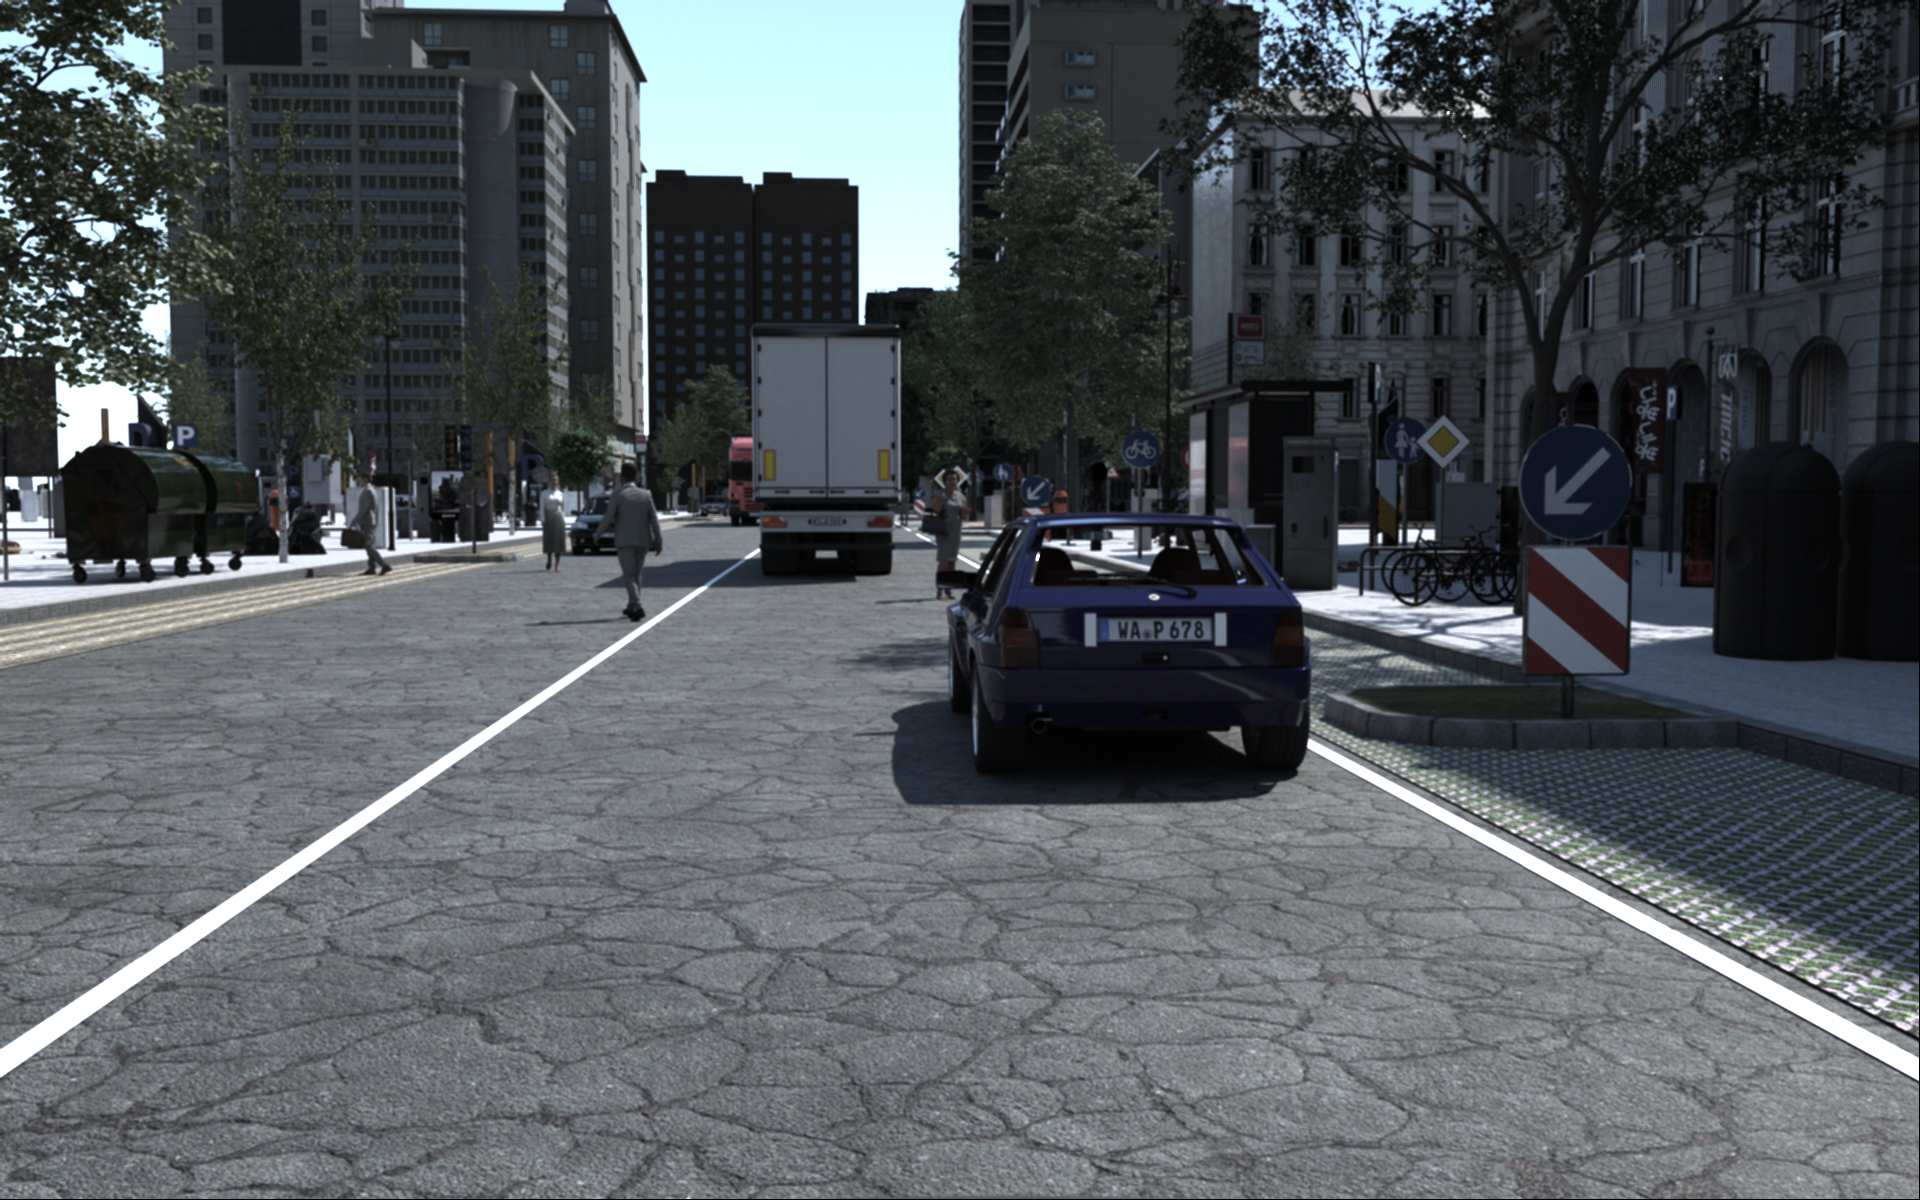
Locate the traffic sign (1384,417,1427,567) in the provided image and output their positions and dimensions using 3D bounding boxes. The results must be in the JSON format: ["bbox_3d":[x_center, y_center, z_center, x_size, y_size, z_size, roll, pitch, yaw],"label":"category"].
[{"bbox_3d":[7.425,-1.760,28.879,0.768,2.556,0.104,0,4,-4],"label":"traffic sign"}]

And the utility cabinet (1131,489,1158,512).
[{"bbox_3d":[7.600,-3.831,71.314,1.173,1.500,0.318,3,5,44],"label":"utility cabinet"}]

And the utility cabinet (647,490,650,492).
[{"bbox_3d":[-18.148,-5.466,98.053,1.173,1.500,0.318,0,4,6],"label":"utility cabinet"}]

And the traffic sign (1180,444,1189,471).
[{"bbox_3d":[5.739,-2.572,42.163,0.768,2.556,0.104,0,4,1],"label":"traffic sign"}]

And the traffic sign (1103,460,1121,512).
[{"bbox_3d":[5.028,-3.601,58.875,0.884,2.594,0.081,0,4,-1],"label":"traffic sign"}]

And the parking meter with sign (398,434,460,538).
[{"bbox_3d":[-15.491,-3.317,50.494,1.738,3.016,0.543,-1,4,-10],"label":"parking meter with sign"}]

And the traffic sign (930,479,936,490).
[{"bbox_3d":[-1.668,-7.291,119.318,0.768,2.556,0.104,0,4,4],"label":"traffic sign"}]

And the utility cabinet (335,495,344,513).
[{"bbox_3d":[-42.050,-6.526,117.854,1.020,1.237,0.306,1,4,17],"label":"utility cabinet"}]

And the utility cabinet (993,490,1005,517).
[{"bbox_3d":[2.409,-5.242,94.381,1.173,1.500,0.318,0,4,4],"label":"utility cabinet"}]

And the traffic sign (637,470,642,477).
[{"bbox_3d":[-17.016,-5.529,90.497,0.768,2.556,0.104,0,4,2],"label":"traffic sign"}]

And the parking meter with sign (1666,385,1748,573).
[{"bbox_3d":[12.346,-1.938,27.952,1.738,3.016,0.543,0,4,5],"label":"parking meter with sign"}]

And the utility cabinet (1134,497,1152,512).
[{"bbox_3d":[4.201,-1.748,39.740,0.306,1.237,1.020,0,4,-2],"label":"utility cabinet"}]

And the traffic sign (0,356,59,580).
[{"bbox_3d":[-14.485,-1.942,25.624,2.265,3.308,0.079,0,4,0],"label":"traffic sign"}]

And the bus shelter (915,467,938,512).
[{"bbox_3d":[-2.068,-7.916,123.356,2.014,3.302,5.546,0,4,-4],"label":"bus shelter"}]

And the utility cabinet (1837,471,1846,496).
[{"bbox_3d":[8.161,-0.513,17.062,0.318,1.500,1.173,-1,4,-17],"label":"utility cabinet"}]

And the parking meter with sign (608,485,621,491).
[{"bbox_3d":[-23.689,-7.589,120.345,1.738,3.016,0.543,1,4,17],"label":"parking meter with sign"}]

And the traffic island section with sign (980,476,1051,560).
[{"bbox_3d":[1.468,-1.785,37.815,1.989,1.847,2.006,0,4,-4],"label":"traffic island section with sign"}]

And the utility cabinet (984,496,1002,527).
[{"bbox_3d":[1.294,-3.482,68.089,0.306,1.237,1.020,2,4,27],"label":"utility cabinet"}]

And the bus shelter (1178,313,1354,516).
[{"bbox_3d":[5.913,-3.578,36.137,2.179,5.291,8.768,0,4,-4],"label":"bus shelter"}]

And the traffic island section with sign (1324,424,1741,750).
[{"bbox_3d":[3.334,-0.120,10.597,1.989,1.847,2.006,0,4,-4],"label":"traffic island section with sign"}]

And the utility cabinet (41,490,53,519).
[{"bbox_3d":[-46.836,-4.949,89.595,1.173,1.500,0.318,-3,4,-38],"label":"utility cabinet"}]

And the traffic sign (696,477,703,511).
[{"bbox_3d":[-19.278,-7.822,127.991,0.768,2.556,0.104,0,4,0],"label":"traffic sign"}]

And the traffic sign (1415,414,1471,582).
[{"bbox_3d":[6.988,-1.464,25.116,0.795,2.450,0.064,0,4,2],"label":"traffic sign"}]

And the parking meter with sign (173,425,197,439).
[{"bbox_3d":[-19.902,-2.950,44.499,0.543,3.016,1.738,-2,4,-26],"label":"parking meter with sign"}]

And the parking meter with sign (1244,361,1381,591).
[{"bbox_3d":[4.713,-1.652,23.264,1.738,3.016,0.543,1,4,22],"label":"parking meter with sign"}]

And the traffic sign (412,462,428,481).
[{"bbox_3d":[-17.285,-3.252,55.301,0.606,2.300,0.079,0,4,-2],"label":"traffic sign"}]

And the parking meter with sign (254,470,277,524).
[{"bbox_3d":[-29.991,-4.821,75.081,1.738,3.016,0.543,-2,4,-28],"label":"parking meter with sign"}]

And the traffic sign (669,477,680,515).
[{"bbox_3d":[-17.099,-6.216,103.755,0.606,2.300,0.079,0,4,0],"label":"traffic sign"}]

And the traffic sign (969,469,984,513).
[{"bbox_3d":[0.837,-5.380,88.068,0.768,2.556,0.104,0,4,1],"label":"traffic sign"}]

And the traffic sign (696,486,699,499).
[{"bbox_3d":[-21.594,-8.731,142.852,0.768,2.556,0.104,0,4,-2],"label":"traffic sign"}]

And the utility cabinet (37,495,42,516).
[{"bbox_3d":[-53.215,-5.422,99.812,1.020,1.237,0.306,2,4,31],"label":"utility cabinet"}]

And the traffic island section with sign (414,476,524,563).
[{"bbox_3d":[-10.358,-1.719,36.733,1.989,1.847,2.006,0,4,-4],"label":"traffic island section with sign"}]

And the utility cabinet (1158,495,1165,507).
[{"bbox_3d":[10.118,-4.740,88.658,0.306,1.237,1.020,-3,4,-38],"label":"utility cabinet"}]

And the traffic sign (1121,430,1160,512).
[{"bbox_3d":[3.575,-2.094,34.345,0.768,2.556,0.104,0,4,2],"label":"traffic sign"}]

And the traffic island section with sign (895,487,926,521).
[{"bbox_3d":[-2.328,-5.187,93.432,1.989,1.847,2.006,0,4,-4],"label":"traffic island section with sign"}]

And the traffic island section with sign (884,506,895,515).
[{"bbox_3d":[-4.156,-6.832,120.325,1.989,1.847,2.006,0,4,-4],"label":"traffic island section with sign"}]

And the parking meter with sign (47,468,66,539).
[{"bbox_3d":[-26.155,-3.328,50.677,0.543,3.016,1.738,0,4,5],"label":"parking meter with sign"}]

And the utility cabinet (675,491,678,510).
[{"bbox_3d":[-21.873,-7.703,134.627,0.318,1.500,1.173,-2,4,-31],"label":"utility cabinet"}]

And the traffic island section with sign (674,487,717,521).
[{"bbox_3d":[-14.142,-5.109,92.156,1.989,1.847,2.006,0,4,-4],"label":"traffic island section with sign"}]

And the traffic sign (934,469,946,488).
[{"bbox_3d":[-0.641,-3.956,68.331,0.795,2.450,0.064,0,4,-4],"label":"traffic sign"}]

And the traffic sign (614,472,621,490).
[{"bbox_3d":[-19.990,-6.176,101.082,0.768,2.556,0.104,0,4,3],"label":"traffic sign"}]

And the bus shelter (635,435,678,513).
[{"bbox_3d":[-21.107,-8.728,120.342,2.179,5.291,8.768,0,4,-4],"label":"bus shelter"}]

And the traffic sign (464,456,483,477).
[{"bbox_3d":[-16.424,-3.574,58.546,0.768,2.556,0.104,0,4,-2],"label":"traffic sign"}]

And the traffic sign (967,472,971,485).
[{"bbox_3d":[0.650,-6.059,99.175,0.768,2.556,0.104,0,4,5],"label":"traffic sign"}]

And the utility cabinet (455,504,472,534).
[{"bbox_3d":[-15.941,-2.757,56.238,1.020,1.237,0.306,0,4,-2],"label":"utility cabinet"}]

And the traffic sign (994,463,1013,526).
[{"bbox_3d":[1.743,-4.279,70.061,0.768,2.556,0.104,0,4,0],"label":"traffic sign"}]

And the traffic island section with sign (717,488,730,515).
[{"bbox_3d":[-15.965,-6.754,119.050,1.989,1.847,2.006,0,4,-4],"label":"traffic island section with sign"}]

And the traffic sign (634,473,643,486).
[{"bbox_3d":[-12.759,-3.907,67.528,0.795,2.450,0.064,0,4,-4],"label":"traffic sign"}]

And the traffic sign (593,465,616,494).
[{"bbox_3d":[-12.216,-3.420,59.561,0.795,2.450,0.064,0,4,-4],"label":"traffic sign"}]

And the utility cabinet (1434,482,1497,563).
[{"bbox_3d":[9.391,-1.437,32.180,1.173,1.500,0.318,-1,4,-22],"label":"utility cabinet"}]

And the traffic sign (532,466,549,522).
[{"bbox_3d":[-19.064,-4.806,78.682,0.768,2.556,0.104,0,4,5],"label":"traffic sign"}]

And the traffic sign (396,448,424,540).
[{"bbox_3d":[-15.171,-2.917,47.804,0.768,2.556,0.104,0,4,1],"label":"traffic sign"}]

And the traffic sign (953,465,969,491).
[{"bbox_3d":[-0.098,-3.469,60.364,0.795,2.450,0.064,0,4,-4],"label":"traffic sign"}]

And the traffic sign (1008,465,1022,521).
[{"bbox_3d":[2.324,-4.601,75.332,0.768,2.556,0.104,0,4,1],"label":"traffic sign"}]

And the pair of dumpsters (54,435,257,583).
[{"bbox_3d":[-12.430,-1.497,26.962,1.574,2.255,4.437,0,4,-4],"label":"pair of dumpsters"}]
